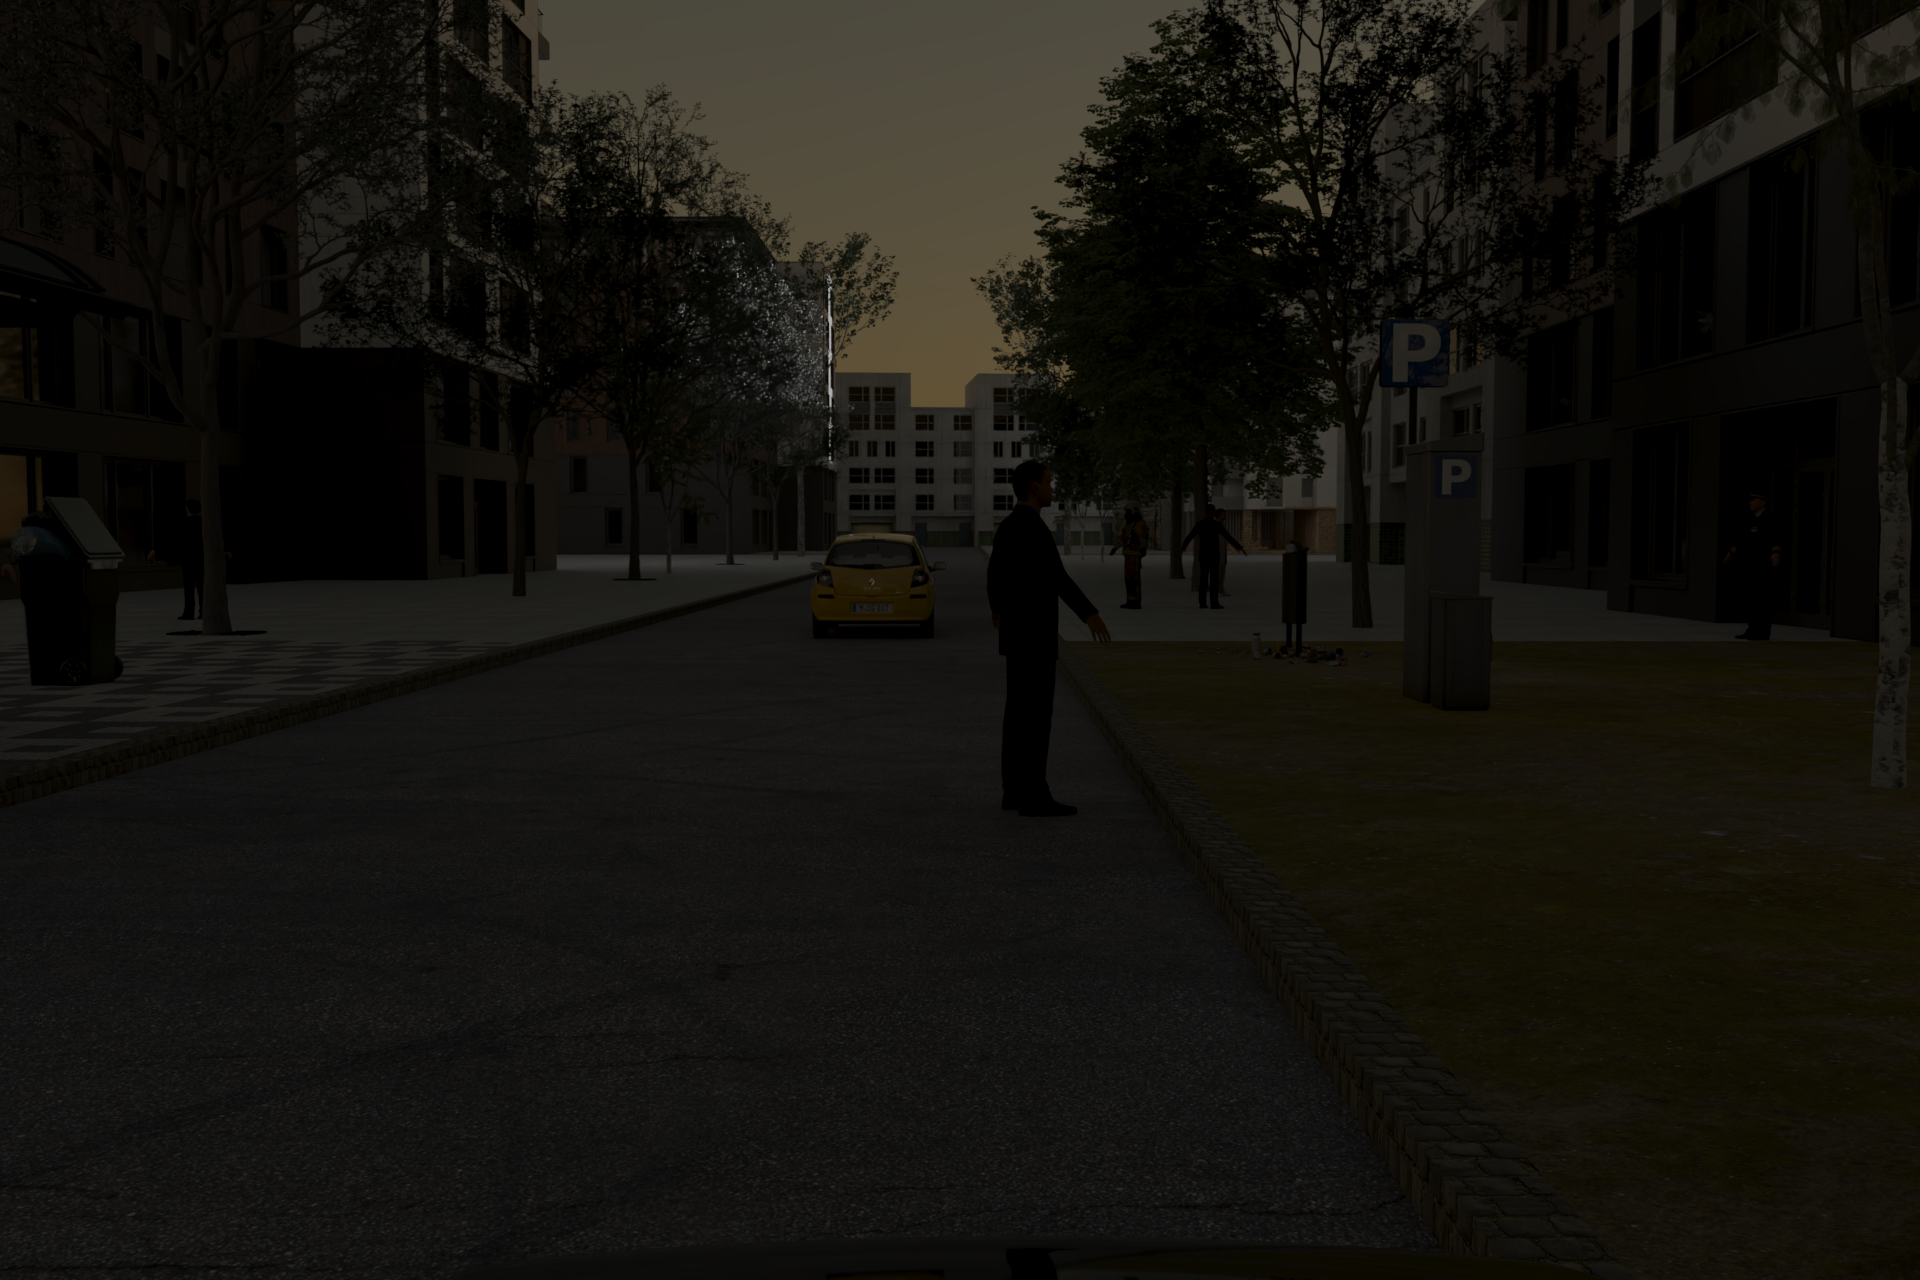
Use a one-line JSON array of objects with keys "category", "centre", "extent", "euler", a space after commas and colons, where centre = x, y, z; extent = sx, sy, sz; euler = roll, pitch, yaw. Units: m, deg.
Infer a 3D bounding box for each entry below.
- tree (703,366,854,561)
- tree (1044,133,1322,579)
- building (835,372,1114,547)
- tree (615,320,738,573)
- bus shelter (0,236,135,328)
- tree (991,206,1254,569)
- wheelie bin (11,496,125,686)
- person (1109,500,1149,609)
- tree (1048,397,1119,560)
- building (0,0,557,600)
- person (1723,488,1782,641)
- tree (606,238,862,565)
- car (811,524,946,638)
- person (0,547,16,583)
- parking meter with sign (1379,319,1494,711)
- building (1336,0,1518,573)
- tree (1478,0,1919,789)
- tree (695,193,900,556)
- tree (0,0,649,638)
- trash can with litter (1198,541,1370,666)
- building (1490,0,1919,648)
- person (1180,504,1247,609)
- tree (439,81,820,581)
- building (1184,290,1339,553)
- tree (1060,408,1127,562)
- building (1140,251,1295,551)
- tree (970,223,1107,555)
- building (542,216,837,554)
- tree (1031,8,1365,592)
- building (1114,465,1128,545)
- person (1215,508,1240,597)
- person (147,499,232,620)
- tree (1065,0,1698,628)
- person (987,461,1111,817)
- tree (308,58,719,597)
[{"category": "tree", "centre": [-8.760, -9.148, 83.990], "extent": [8.767, 10.594, 7.601], "euler": [2, 4, 26]}, {"category": "tree", "centre": [6.263, -7.991, 48.774], "extent": [7.486, 12.596, 7.792], "euler": [0, 3, 0]}, {"category": "building", "centre": [1.267, -20.088, 197.354], "extent": [31.486, 18.905, 16.747], "euler": [0, 4, -5]}, {"category": "tree", "centre": [-9.444, -6.481, 56.328], "extent": [4.737, 8.622, 4.395], "euler": [0, 3, 0]}, {"category": "bus shelter", "centre": [-6.777, -0.939, 9.269], "extent": [2.014, 3.302, 5.546], "euler": [0, 4, 2]}, {"category": "tree", "centre": [6.310, -9.609, 63.757], "extent": [9.857, 13.997, 8.962], "euler": [0, 3, 0]}, {"category": "wheelie bin", "centre": [-7.640, -0.422, 14.813], "extent": [0.693, 1.594, 0.980], "euler": [0, 4, 1]}, {"category": "person", "centre": [2.938, -1.463, 29.693], "extent": [0.705, 1.858, 1.354], "euler": [-1, 4, -19]}, {"category": "tree", "centre": [6.077, -8.254, 85.318], "extent": [4.737, 8.622, 4.395], "euler": [0, 3, 0]}, {"category": "building", "centre": [-28.713, -12.324, 45.478], "extent": [27.936, 21.610, 32.646], "euler": [0, 4, 1]}, {"category": "person", "centre": [9.638, -0.919, 20.962], "extent": [0.705, 1.837, 1.347], "euler": [0, 4, 0]}, {"category": "tree", "centre": [-9.627, -9.851, 71.439], "extent": [12.009, 13.543, 11.850], "euler": [0, 3, 0]}, {"category": "car", "centre": [-1.210, -0.918, 25.240], "extent": [2.015, 1.641, 3.980], "euler": [0, 4, -1]}, {"category": "person", "centre": [-8.184, -0.460, 13.789], "extent": [1.348, 1.796, 0.705], "euler": [0, 4, -5]}, {"category": "parking meter with sign", "centre": [3.692, -1.044, 13.322], "extent": [0.543, 3.016, 1.738], "euler": [0, 4, 0]}, {"category": "building", "centre": [25.776, -12.090, 64.134], "extent": [16.747, 18.905, 31.486], "euler": [0, 4, 0]}, {"category": "tree", "centre": [4.912, -3.566, 8.660], "extent": [4.360, 8.622, 3.978], "euler": [0, 3, 0]}, {"category": "tree", "centre": [-10.589, -14.852, 98.715], "extent": [12.611, 20.169, 13.585], "euler": [0, 3, 0]}, {"category": "tree", "centre": [-9.531, -6.799, 21.526], "extent": [12.009, 13.543, 11.850], "euler": [0, 3, 0]}, {"category": "trash can with litter", "centre": [3.427, -0.417, 17.873], "extent": [1.678, 1.210, 2.233], "euler": [0, 4, -1]}, {"category": "building", "centre": [24.869, -11.416, 30.622], "extent": [27.936, 21.610, 32.646], "euler": [0, 4, 1]}, {"category": "person", "centre": [4.308, -1.440, 29.762], "extent": [1.346, 1.802, 0.704], "euler": [3, 5, 42]}, {"category": "tree", "centre": [-8.940, -8.381, 47.407], "extent": [12.009, 13.543, 11.850], "euler": [0, 3, 0]}, {"category": "building", "centre": [22.015, -16.656, 128.743], "extent": [16.016, 20.090, 11.380], "euler": [0, 4, 1]}, {"category": "tree", "centre": [6.608, -7.839, 78.533], "extent": [4.360, 8.622, 3.978], "euler": [0, 3, 0]}, {"category": "building", "centre": [24.547, -18.927, 140.386], "extent": [19.493, 23.208, 18.063], "euler": [0, 3, 0]}, {"category": "tree", "centre": [7.288, -15.081, 102.458], "extent": [12.611, 20.169, 13.585], "euler": [0, 3, 0]}, {"category": "building", "centre": [-24.248, -17.371, 127.989], "extent": [27.936, 21.610, 32.646], "euler": [0, 4, 0]}, {"category": "tree", "centre": [4.993, -7.365, 38.546], "extent": [7.486, 12.596, 7.792], "euler": [0, 3, 0]}, {"category": "building", "centre": [25.329, -20.832, 171.531], "extent": [19.493, 23.208, 18.063], "euler": [0, 4, 0]}, {"category": "person", "centre": [5.363, -1.800, 35.618], "extent": [0.705, 1.806, 1.347], "euler": [2, 4, 35]}, {"category": "person", "centre": [-11.497, -1.210, 25.973], "extent": [0.705, 1.806, 1.347], "euler": [2, 4, 34]}, {"category": "tree", "centre": [5.586, -5.466, 23.786], "extent": [8.767, 10.594, 7.601], "euler": [0, 4, 7]}, {"category": "person", "centre": [0.386, -0.014, 8.911], "extent": [0.704, 1.802, 1.346], "euler": [-1, 4, -21]}, {"category": "tree", "centre": [-9.061, -6.151, 34.979], "extent": [8.767, 10.594, 7.601], "euler": [0, 4, -6]}]
